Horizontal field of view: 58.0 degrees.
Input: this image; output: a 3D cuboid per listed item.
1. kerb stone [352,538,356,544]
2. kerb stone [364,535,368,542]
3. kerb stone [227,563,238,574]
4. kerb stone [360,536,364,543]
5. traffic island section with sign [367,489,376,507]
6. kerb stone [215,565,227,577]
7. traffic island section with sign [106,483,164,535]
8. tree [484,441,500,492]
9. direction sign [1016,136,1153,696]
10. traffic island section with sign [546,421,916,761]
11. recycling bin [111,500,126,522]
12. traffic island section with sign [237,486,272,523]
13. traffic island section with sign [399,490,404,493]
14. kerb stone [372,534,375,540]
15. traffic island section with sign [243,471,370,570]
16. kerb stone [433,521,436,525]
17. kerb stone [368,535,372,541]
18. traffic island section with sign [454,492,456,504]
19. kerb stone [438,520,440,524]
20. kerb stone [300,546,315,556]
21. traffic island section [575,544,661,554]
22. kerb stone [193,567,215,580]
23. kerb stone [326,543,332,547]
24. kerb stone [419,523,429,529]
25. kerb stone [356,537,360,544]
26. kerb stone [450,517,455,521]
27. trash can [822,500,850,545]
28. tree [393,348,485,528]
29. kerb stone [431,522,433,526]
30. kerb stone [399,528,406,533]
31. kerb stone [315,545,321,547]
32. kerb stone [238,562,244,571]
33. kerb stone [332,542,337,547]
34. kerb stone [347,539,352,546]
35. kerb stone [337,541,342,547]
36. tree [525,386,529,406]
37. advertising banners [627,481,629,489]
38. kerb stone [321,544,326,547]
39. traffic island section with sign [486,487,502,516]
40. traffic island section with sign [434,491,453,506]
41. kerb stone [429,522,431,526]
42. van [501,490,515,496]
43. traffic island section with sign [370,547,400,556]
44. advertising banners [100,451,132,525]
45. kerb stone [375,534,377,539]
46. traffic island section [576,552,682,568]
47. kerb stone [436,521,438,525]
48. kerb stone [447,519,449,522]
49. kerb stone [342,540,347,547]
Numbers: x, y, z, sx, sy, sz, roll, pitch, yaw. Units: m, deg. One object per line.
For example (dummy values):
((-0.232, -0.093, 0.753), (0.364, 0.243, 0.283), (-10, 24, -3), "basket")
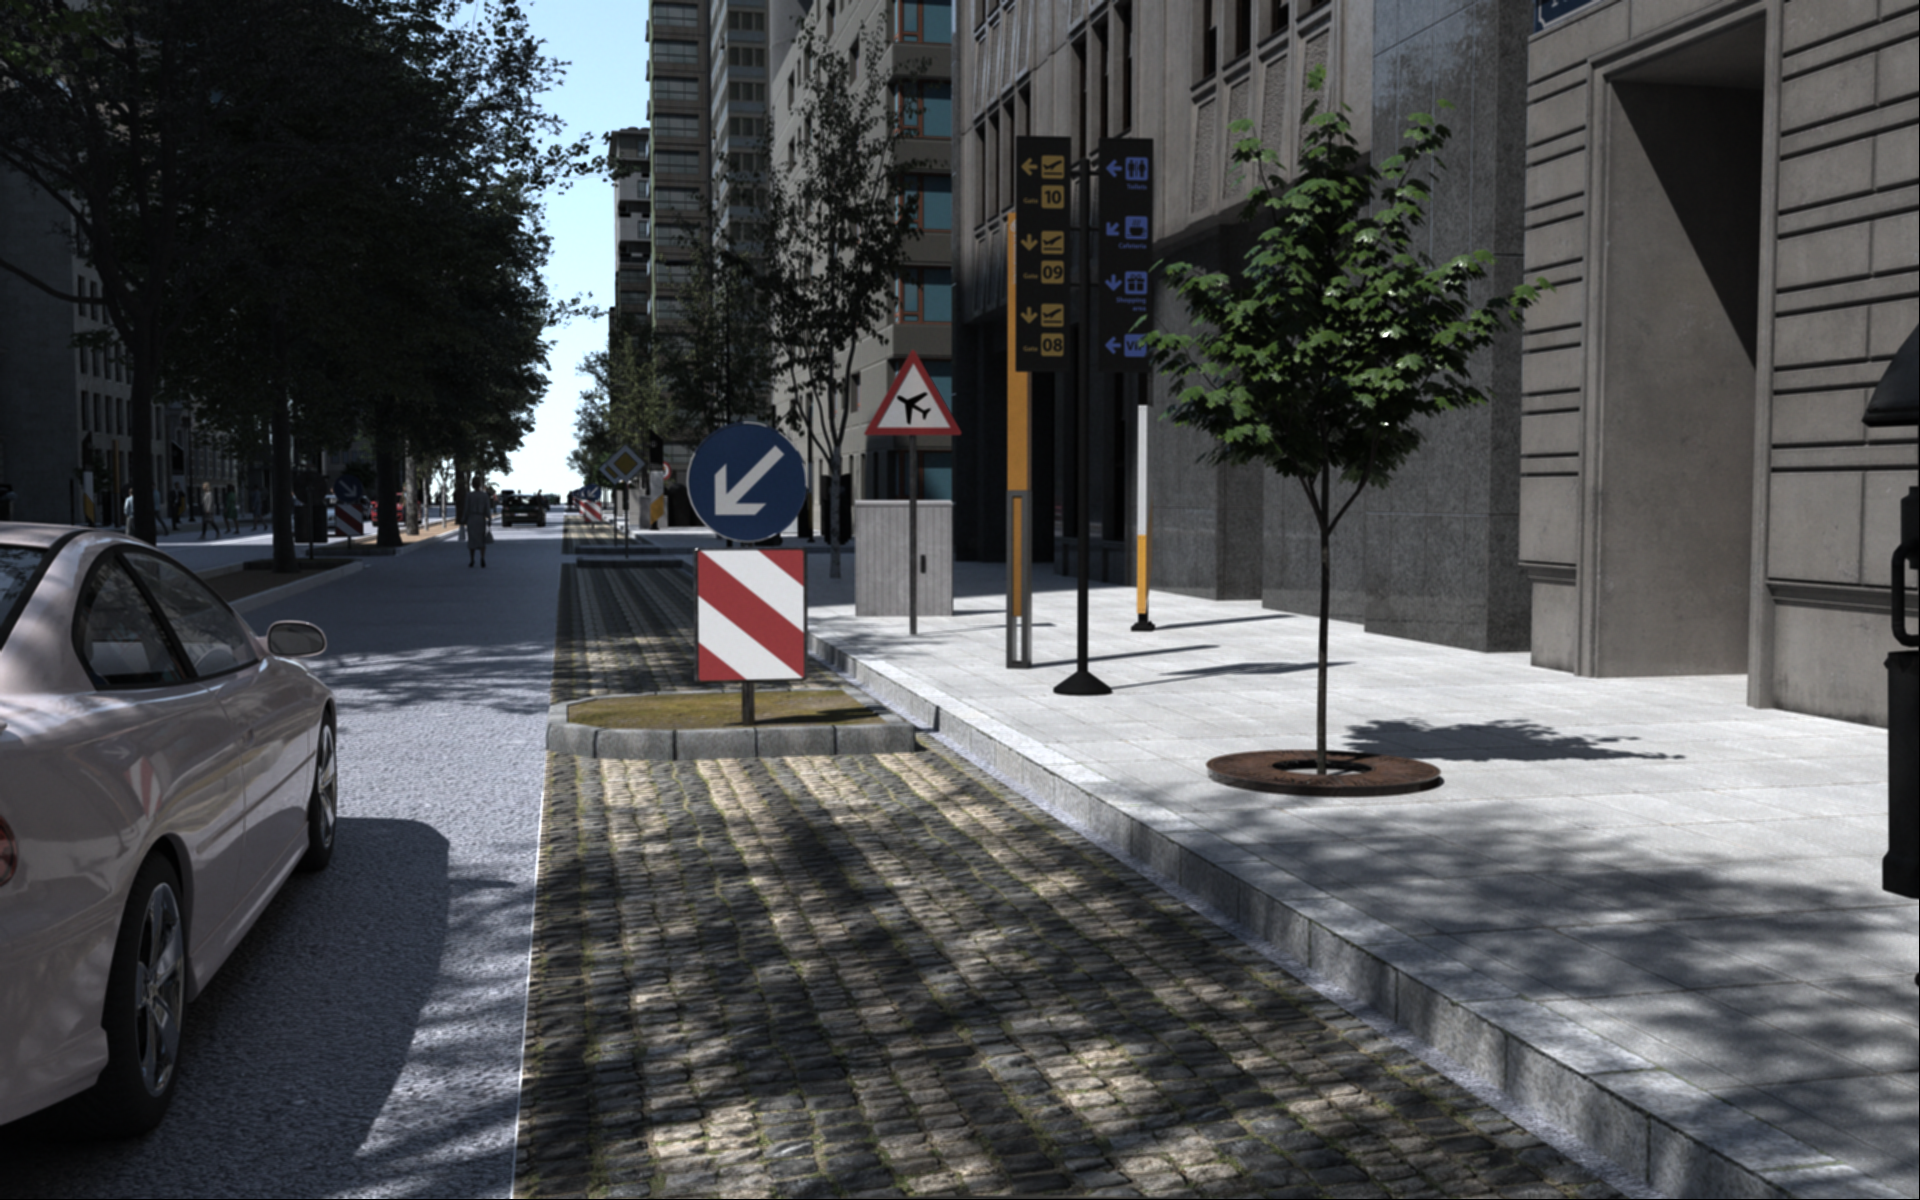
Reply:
((-17.155, -1.615, 48.602), (0.120, 0.150, 1.000), (-1, 4, -13), "kerb stone")
((-17.827, -1.799, 51.604), (0.120, 0.150, 1.000), (-1, 4, -13), "kerb stone")
((-13.143, -0.539, 31.056), (0.120, 0.150, 1.000), (-1, 4, -13), "kerb stone")
((-17.602, -1.736, 50.607), (0.120, 0.150, 1.000), (-1, 4, -13), "kerb stone")
((-46.276, -7.804, 136.226), (1.989, 1.847, 2.006), (-1, 4, -13), "traffic island section with sign")
((-12.926, -0.479, 30.057), (0.120, 0.150, 1.000), (-1, 4, -13), "kerb stone")
((-29.071, -3.181, 60.642), (1.989, 1.847, 2.006), (-1, 4, -13), "traffic island section with sign")
((-24.784, -8.203, 86.931), (4.360, 8.622, 3.978), (0, 3, 0), "tree")
((0.792, -1.168, 11.094), (0.876, 3.537, 0.379), (0, 4, -6), "direction sign")
((-1.432, -0.098, 10.234), (1.989, 1.847, 2.006), (-1, 4, -13), "traffic island section with sign")
((-38.169, -4.055, 78.848), (0.722, 1.027, 0.722), (3, 5, 39), "recycling bin")
((-35.062, -4.789, 86.926), (1.989, 1.847, 2.006), (-1, 4, -13), "traffic island section with sign")
((-52.264, -9.412, 162.510), (1.989, 1.847, 2.006), (-1, 4, -13), "traffic island section with sign")
((-18.291, -1.921, 53.602), (0.120, 0.150, 1.000), (-1, 4, -13), "kerb stone")
((-12.663, -1.553, 33.525), (2.006, 1.907, 1.989), (-1, 4, -13), "traffic island section with sign")
((-23.973, -3.449, 78.579), (0.120, 0.150, 1.000), (-1, 4, -13), "kerb stone")
((-18.059, -1.860, 52.606), (0.120, 0.150, 1.000), (-1, 4, -13), "kerb stone")
((-70.299, -14.255, 241.697), (1.989, 1.847, 2.006), (-1, 4, -13), "traffic island section with sign")
((-24.425, -3.571, 80.574), (0.120, 0.150, 1.000), (-1, 4, -13), "kerb stone")
((-15.322, -1.126, 40.598), (0.120, 0.150, 1.000), (-1, 4, -13), "kerb stone")
((-8.414, -1.232, 42.432), (2.009, 0.180, 2.903), (-1, 4, -13), "traffic island section")
((-12.697, -0.419, 29.054), (0.120, 0.150, 1.000), (-1, 4, -13), "kerb stone")
((-16.005, -1.309, 43.607), (0.120, 0.150, 1.000), (-1, 4, -13), "kerb stone")
((-23.067, -3.200, 74.585), (0.120, 0.150, 1.000), (-1, 4, -13), "kerb stone")
((-17.371, -1.675, 49.606), (0.120, 0.150, 1.000), (-1, 4, -13), "kerb stone")
((-26.923, -4.243, 91.567), (0.120, 0.150, 1.000), (-1, 4, -13), "kerb stone")
((-3.135, -1.972, 43.900), (0.748, 1.137, 0.748), (0, 3, 0), "trash can")
((-21.746, -7.330, 72.671), (4.737, 8.622, 4.395), (0, 3, 0), "tree")
((-23.516, -3.327, 76.584), (0.120, 0.150, 1.000), (-1, 4, -13), "kerb stone")
((-20.787, -2.590, 64.594), (0.120, 0.150, 1.000), (-1, 4, -13), "kerb stone")
((-15.548, -1.187, 41.604), (0.120, 0.150, 1.000), (-1, 4, -13), "kerb stone")
((-13.384, -0.602, 32.050), (0.120, 0.150, 1.000), (-1, 4, -13), "kerb stone")
((-16.236, -1.366, 44.609), (0.120, 0.150, 1.000), (-1, 4, -13), "kerb stone")
((-16.911, -1.552, 47.600), (0.120, 0.150, 1.000), (-1, 4, -13), "kerb stone")
((-16.468, -1.428, 45.604), (0.120, 0.150, 1.000), (-1, 4, -13), "kerb stone")
((-26.778, -10.128, 93.802), (9.928, 11.665, 9.643), (0, 3, 0), "tree")
((-17.460, -5.862, 92.027), (0.090, 3.025, 2.074), (-2, 4, -24), "advertising banners")
((-15.783, -1.248, 42.599), (0.120, 0.150, 1.000), (-1, 4, -13), "kerb stone")
((-30.987, -6.476, 114.019), (2.006, 1.907, 1.989), (-1, 4, -13), "traffic island section with sign")
((-64.288, -12.641, 215.311), (1.989, 1.847, 2.006), (-1, 4, -13), "traffic island section with sign")
((-23.284, -3.262, 75.584), (0.120, 0.150, 1.000), (-1, 4, -13), "kerb stone")
((-62.716, -14.435, 240.399), (2.240, 2.365, 5.245), (-1, 4, -11), "van")
((-14.298, -1.995, 40.751), (2.006, 1.907, 1.989), (-1, 4, -13), "traffic island section with sign")
((-34.334, -4.561, 70.763), (2.074, 3.025, 0.090), (1, 4, 21), "advertising banners")
((-18.509, -1.982, 54.603), (0.120, 0.150, 1.000), (-1, 4, -13), "kerb stone")
((-6.642, -0.756, 34.645), (2.009, 0.180, 2.903), (-1, 4, -13), "traffic island section")
((-24.189, -3.505, 79.579), (0.120, 0.150, 1.000), (-1, 4, -13), "kerb stone")
((-25.791, -3.935, 86.575), (0.120, 0.150, 1.000), (-1, 4, -13), "kerb stone")
((-16.694, -1.493, 46.601), (0.120, 0.150, 1.000), (-1, 4, -13), "kerb stone")
